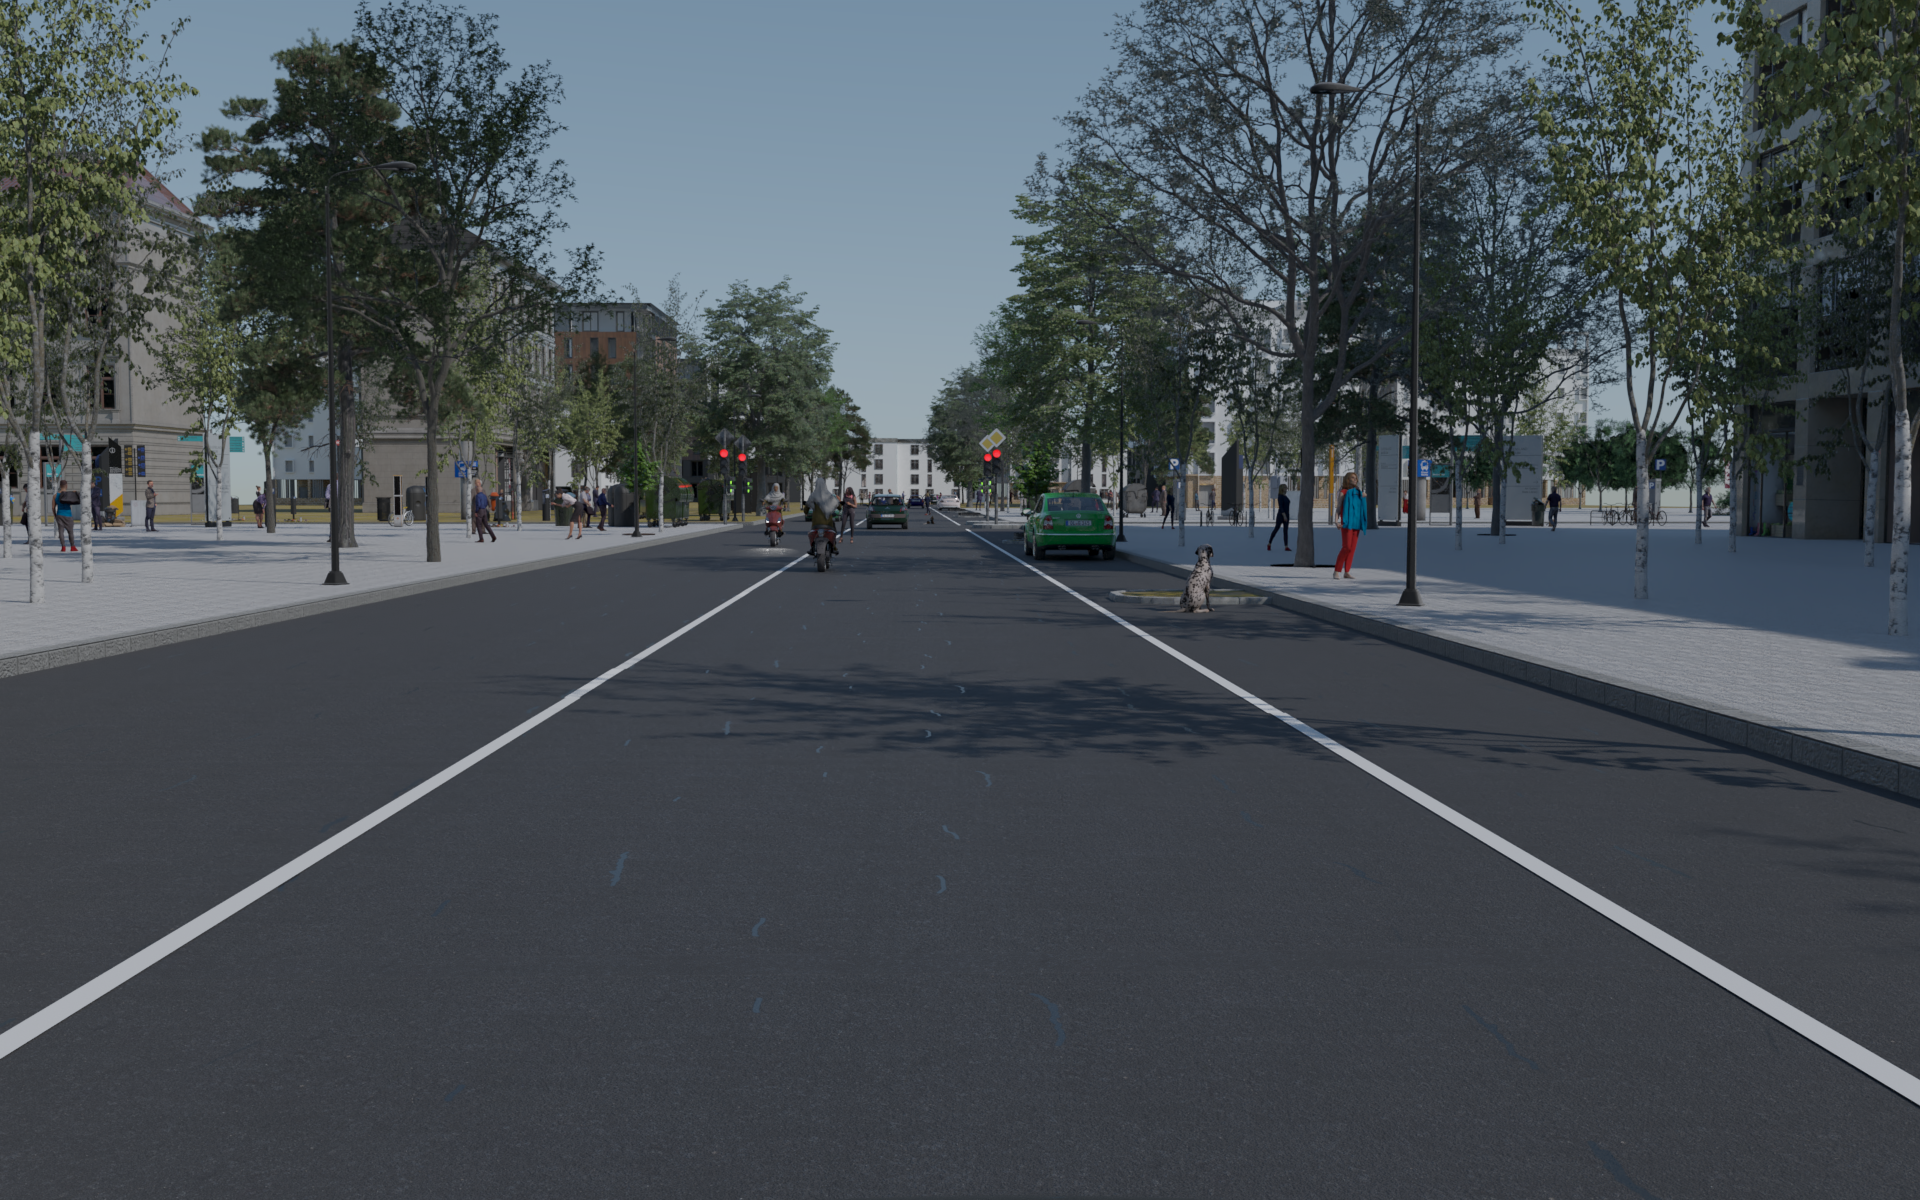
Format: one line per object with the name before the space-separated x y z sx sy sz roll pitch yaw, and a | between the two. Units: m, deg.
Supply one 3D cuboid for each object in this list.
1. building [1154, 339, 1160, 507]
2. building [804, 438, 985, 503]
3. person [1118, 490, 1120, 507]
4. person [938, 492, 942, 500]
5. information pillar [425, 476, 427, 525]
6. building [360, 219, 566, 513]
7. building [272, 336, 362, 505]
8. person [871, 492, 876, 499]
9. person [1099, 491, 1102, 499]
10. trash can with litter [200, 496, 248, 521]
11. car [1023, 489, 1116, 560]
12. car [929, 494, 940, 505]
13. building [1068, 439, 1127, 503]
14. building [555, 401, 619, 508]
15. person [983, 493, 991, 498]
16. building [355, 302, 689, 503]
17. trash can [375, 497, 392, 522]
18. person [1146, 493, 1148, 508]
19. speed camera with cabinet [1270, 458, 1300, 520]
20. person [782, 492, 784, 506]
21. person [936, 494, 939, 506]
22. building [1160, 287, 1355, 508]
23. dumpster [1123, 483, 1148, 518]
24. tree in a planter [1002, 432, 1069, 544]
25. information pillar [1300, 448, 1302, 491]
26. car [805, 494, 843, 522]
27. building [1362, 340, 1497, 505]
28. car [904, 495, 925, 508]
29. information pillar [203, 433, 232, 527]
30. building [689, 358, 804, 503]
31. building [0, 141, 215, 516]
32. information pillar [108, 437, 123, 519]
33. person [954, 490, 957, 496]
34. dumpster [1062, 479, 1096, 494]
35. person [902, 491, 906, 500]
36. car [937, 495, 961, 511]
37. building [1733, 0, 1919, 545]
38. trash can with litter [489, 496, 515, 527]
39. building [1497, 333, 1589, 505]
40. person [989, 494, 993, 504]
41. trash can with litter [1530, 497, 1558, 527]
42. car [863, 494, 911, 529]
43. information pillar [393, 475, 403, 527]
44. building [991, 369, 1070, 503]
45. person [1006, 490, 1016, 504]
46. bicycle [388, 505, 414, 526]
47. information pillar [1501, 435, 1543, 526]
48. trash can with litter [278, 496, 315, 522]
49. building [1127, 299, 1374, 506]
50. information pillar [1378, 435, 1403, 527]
building | 27.936 -19.495 175.170 16.016 20.091 11.380 0 4 -2
building | -9.573 -19.674 263.819 28.070 9.664 9.099 0 4 -2
person | 21.003 -13.276 223.840 0.721 1.736 1.217 2 4 24
person | -2.291 -11.454 197.242 0.593 1.643 0.415 1 4 13
information pillar | -21.616 -4.049 70.688 0.304 2.012 0.304 -3 4 -38
building | -36.096 -16.350 118.226 10.553 20.767 40.483 0 4 -2
building | -72.536 -21.232 203.568 11.380 20.091 16.016 0 4 -2
person | -11.237 -13.186 224.885 0.445 1.727 0.742 2 4 24
person | 17.789 -12.913 218.643 0.415 1.643 0.593 2 4 25
trash can with litter | -35.400 -4.429 83.477 2.233 1.210 1.678 0 4 -6
car | 2.438 -1.854 39.103 1.959 1.807 4.718 0 4 -2
car | -3.404 -13.555 231.402 2.009 1.686 4.222 0 4 -2
building | 30.465 -19.709 264.381 28.070 9.664 9.099 0 4 -2
building | -37.126 -13.909 169.557 9.099 9.664 28.070 0 4 -2
person | 2.477 -9.668 164.191 1.350 1.814 0.705 -3 5 -41
building | -49.637 -21.682 198.470 32.646 21.610 27.936 0 4 -2
trash can | -26.998 -4.251 81.149 0.748 1.137 0.748 0 3 0
person | 17.186 -9.402 161.233 0.593 1.643 0.415 -2 4 -35
speed camera with cabinet | 16.282 -5.581 85.586 0.660 3.252 2.038 -3 4 -38
person | -22.502 -12.764 215.679 0.756 1.711 0.436 1 4 16
person | -2.676 -12.053 208.796 0.599 1.433 0.991 1 4 14
building | 28.026 -18.801 163.808 16.016 20.091 11.380 0 4 -2
dumpster | 9.459 -5.382 93.761 1.264 1.857 1.865 0 4 -2
tree in a planter | 2.237 -3.248 50.323 1.991 3.239 1.994 0 4 -2
information pillar | 14.641 -5.005 73.180 0.504 3.616 0.183 2 4 26
car | -7.158 -4.855 91.175 2.131 1.459 4.920 0 4 -1
building | 55.234 -21.421 206.659 11.380 20.091 16.016 0 4 -2
car | -4.451 -9.925 174.847 1.945 1.354 3.894 0 4 -2
information pillar | -28.882 -4.651 67.353 0.184 3.620 1.656 0 4 6
building | -40.181 -26.132 271.229 32.646 21.610 27.936 0 4 -2
building | -57.470 -16.371 103.830 21.152 22.565 11.583 0 4 -2
information pillar | -34.451 -4.850 70.646 0.504 3.616 0.183 -2 4 -29
person | -0.571 -13.189 221.666 0.705 1.826 1.348 -1 4 -10
dumpster | 4.699 -3.804 67.951 1.264 1.857 1.865 0 4 -2
person | -7.289 -13.322 226.189 0.599 1.838 0.709 -2 4 -23
car | -0.965 -8.471 150.857 2.083 1.381 4.827 0 4 -2
building | 33.779 -14.141 35.725 19.350 26.468 34.151 0 4 -2
trash can with litter | -17.803 -3.447 67.421 1.678 1.210 2.233 -1 4 -10
building | 66.869 -21.488 207.750 11.380 20.091 16.016 0 4 -2
person | 4.033 -13.316 224.469 0.721 1.735 1.217 -1 4 -18
trash can with litter | 22.973 -3.467 68.069 1.055 1.170 0.624 1 4 14
car | -3.024 -3.790 71.754 2.009 1.686 4.222 0 4 -3
information pillar | -21.852 -3.845 67.359 0.304 2.012 0.304 0 4 -7
building | 10.633 -25.128 267.268 11.380 20.091 16.016 0 4 -2
person | 6.486 -13.219 222.143 1.348 1.831 0.705 -1 4 -14
bicycle | -22.282 -3.417 69.090 0.635 0.972 1.543 1 4 23
information pillar | 22.557 -4.785 69.551 1.656 3.620 0.184 3 5 40
trash can with litter | -31.183 -4.301 81.380 1.678 1.210 2.233 -1 4 -18
building | 32.724 -21.666 198.207 27.936 21.610 32.646 0 4 -2
information pillar | 17.134 -4.752 69.015 0.184 3.620 1.656 -1 4 -14
